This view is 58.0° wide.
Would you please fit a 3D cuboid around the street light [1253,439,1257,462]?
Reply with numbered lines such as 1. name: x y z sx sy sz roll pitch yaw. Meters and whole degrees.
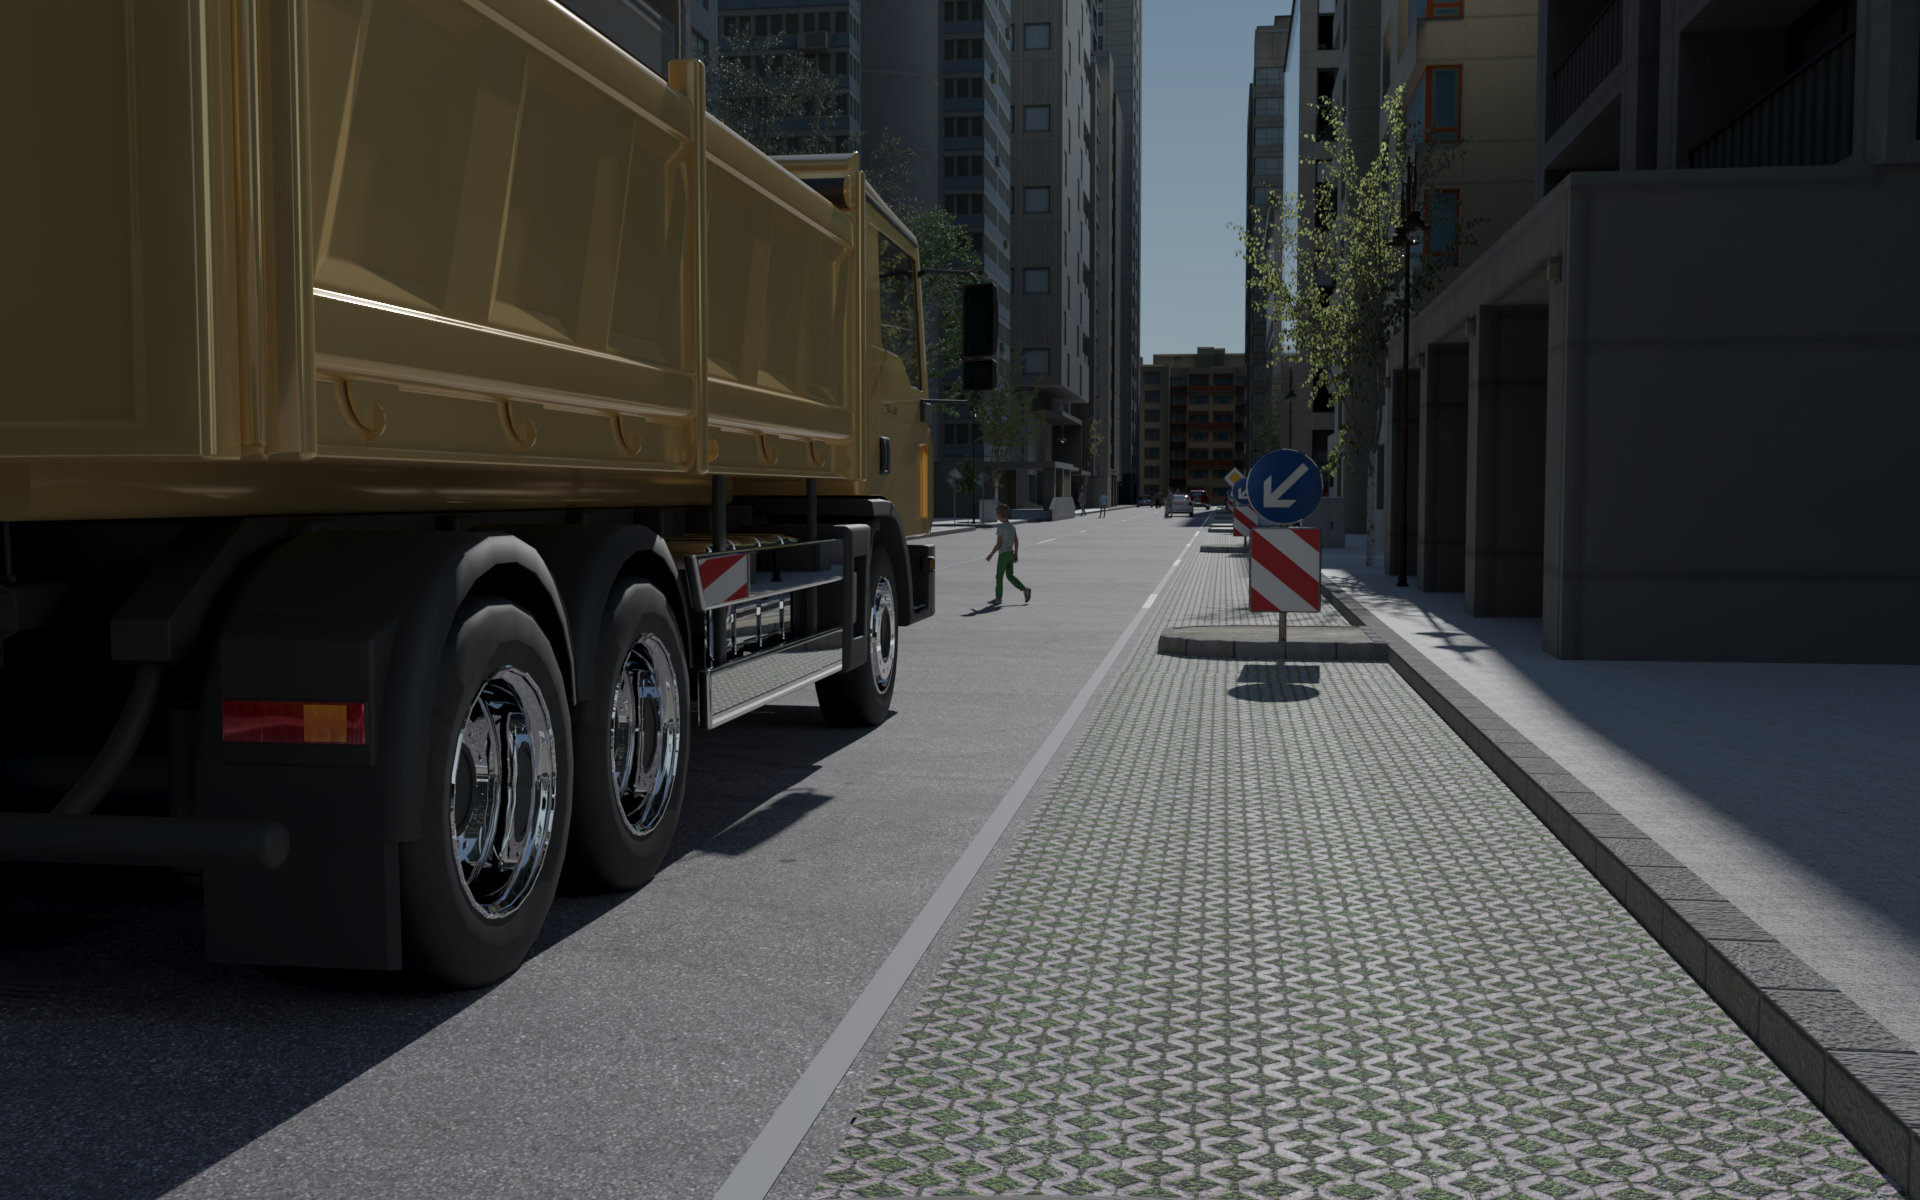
1. street light: 24.917 -10.608 146.234 0.468 5.910 1.993 1 4 9

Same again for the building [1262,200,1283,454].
1. building: 24.671 -16.082 112.088 9.793 20.994 18.267 1 4 9

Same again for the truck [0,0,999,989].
1. truck: -2.001 -0.785 8.760 3.469 3.379 9.791 1 4 9

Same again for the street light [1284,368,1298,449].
1. street light: 12.128 -5.557 63.644 0.468 5.910 1.993 1 4 9

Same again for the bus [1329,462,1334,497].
1. bus: 21.167 -4.428 67.262 13.247 3.499 2.948 0 4 7

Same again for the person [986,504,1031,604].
1. person: 0.636 -0.602 22.590 0.590 1.304 0.306 1 4 19

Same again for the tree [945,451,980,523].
1. tree: 0.398 -5.059 77.318 1.663 3.219 1.824 0 3 0

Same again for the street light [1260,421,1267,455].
1. street light: 18.787 -8.217 107.131 0.468 5.910 1.993 1 4 9

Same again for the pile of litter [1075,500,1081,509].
1. pile of litter: 9.910 -8.172 147.577 1.176 0.858 1.719 2 4 29

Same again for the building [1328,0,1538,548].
1. building: 25.095 -12.368 47.255 27.650 21.520 28.899 1 4 9

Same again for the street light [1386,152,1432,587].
1. street light: 6.140 -3.123 23.855 0.468 5.910 1.993 1 4 9

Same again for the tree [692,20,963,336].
1. tree: -5.015 -8.235 45.017 12.009 13.543 11.850 0 3 0

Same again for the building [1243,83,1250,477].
1. building: 42.966 -34.918 194.610 21.300 48.544 21.600 1 4 9

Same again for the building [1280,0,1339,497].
1. building: 32.217 -16.759 78.533 34.151 26.468 19.350 1 4 9

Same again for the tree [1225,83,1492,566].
1. tree: 7.106 -4.917 30.760 4.360 8.622 3.978 0 3 0

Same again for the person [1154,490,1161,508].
1. person: 19.692 -10.053 172.879 0.705 1.823 1.348 -1 4 -23

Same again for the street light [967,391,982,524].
1. street light: 0.597 -6.223 74.526 0.468 5.910 1.993 1 4 9

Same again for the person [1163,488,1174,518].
1. person: 12.417 -5.774 103.110 0.583 1.804 0.606 2 4 32

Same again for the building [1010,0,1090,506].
1. building: -4.432 -33.114 130.657 28.713 52.752 27.495 1 4 9

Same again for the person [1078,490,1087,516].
1. person: 7.897 -6.259 111.672 0.643 1.720 0.563 0 4 -7

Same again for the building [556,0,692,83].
1. building: -17.329 -24.485 24.024 21.300 48.544 21.600 1 4 9

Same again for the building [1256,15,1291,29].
1. building: 39.867 -33.540 172.080 21.300 48.544 21.600 1 4 9

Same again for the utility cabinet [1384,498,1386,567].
1. utility cabinet: 7.802 -1.149 29.947 0.306 1.237 1.020 -2 4 -30

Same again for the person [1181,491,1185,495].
1. person: 24.790 -11.222 191.988 0.705 1.823 1.348 3 5 44

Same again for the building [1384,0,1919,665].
1. building: 15.407 -35.223 14.142 20.563 71.187 20.611 1 4 9

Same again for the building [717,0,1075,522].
1. building: -10.089 -24.829 97.831 32.217 40.220 23.993 1 4 9

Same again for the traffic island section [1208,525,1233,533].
1. traffic island section: 10.297 -2.603 64.835 2.009 0.180 2.903 1 4 9

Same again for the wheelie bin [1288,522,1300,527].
1. wheelie bin: 11.431 -3.086 58.364 0.980 1.594 0.693 0 4 -7

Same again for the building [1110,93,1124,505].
1. building: 10.628 -33.079 190.953 14.600 45.320 14.200 1 4 9

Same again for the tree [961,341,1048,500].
1. tree: 1.953 -8.046 81.919 4.737 8.622 4.395 0 3 0

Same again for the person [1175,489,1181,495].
1. person: 17.328 -7.940 138.192 0.514 1.842 0.818 -3 5 -41

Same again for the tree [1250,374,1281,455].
1. tree: 19.015 -9.252 101.632 4.737 8.622 4.395 0 3 0

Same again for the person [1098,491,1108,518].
1. person: 8.629 -5.745 104.236 0.589 1.601 0.330 -1 4 -14

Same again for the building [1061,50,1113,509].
1. building: 6.252 -28.901 156.128 14.154 41.232 14.086 1 4 9

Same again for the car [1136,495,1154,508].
1. car: 19.575 -10.449 183.425 1.945 1.354 3.894 0 4 7

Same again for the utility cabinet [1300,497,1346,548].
1. utility cabinet: 8.592 -1.827 41.034 1.020 1.237 0.306 0 4 1

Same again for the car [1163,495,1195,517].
1. car: 14.124 -6.071 111.629 2.083 1.381 4.827 0 4 7

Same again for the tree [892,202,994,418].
1. tree: -2.407 -8.126 58.619 9.928 11.665 9.643 0 3 0

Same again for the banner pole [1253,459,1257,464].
1. banner pole: 20.876 -8.114 122.686 0.401 3.779 0.863 2 4 24

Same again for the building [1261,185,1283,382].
1. building: 29.608 -20.537 133.039 12.463 27.353 25.104 1 4 9

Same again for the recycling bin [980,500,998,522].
1. recycling bin: 1.305 -4.063 78.983 0.722 1.027 0.722 -1 4 -10

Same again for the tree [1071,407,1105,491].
1. tree: 10.083 -11.970 146.077 4.360 8.622 3.978 0 3 0

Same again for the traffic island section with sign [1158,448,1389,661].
1. traffic island section with sign: 2.836 -0.443 15.864 1.989 1.847 2.006 1 4 9

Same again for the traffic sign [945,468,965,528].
1. traffic sign: -0.198 -3.837 66.375 0.795 2.450 0.064 1 4 9

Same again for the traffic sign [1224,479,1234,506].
1. traffic sign: 11.478 -4.221 72.655 0.795 2.450 0.064 1 4 9

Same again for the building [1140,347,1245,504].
1. building: 35.291 -24.351 243.185 28.899 21.520 27.650 1 4 9

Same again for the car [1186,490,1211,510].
1. car: 21.697 -9.105 157.537 2.281 1.827 5.304 1 4 10

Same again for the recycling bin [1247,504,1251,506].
1. recycling bin: 23.146 -7.641 137.483 0.722 1.027 0.722 2 4 25

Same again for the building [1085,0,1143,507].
1. building: 11.708 -47.477 214.493 20.611 71.187 20.563 1 4 9

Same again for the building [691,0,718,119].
1. building: -16.282 -23.026 60.073 14.086 41.232 14.154 1 4 9

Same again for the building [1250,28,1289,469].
1. building: 33.247 -28.850 155.296 14.154 41.232 14.086 1 4 9

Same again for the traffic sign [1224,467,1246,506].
1. traffic sign: 10.272 -3.738 64.762 0.795 2.450 0.064 1 4 9

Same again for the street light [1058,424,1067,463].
1. street light: 6.704 -8.614 113.633 0.468 5.910 1.993 1 4 9

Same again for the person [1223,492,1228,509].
1. person: 25.626 -9.617 167.212 0.415 1.643 0.593 0 4 -6

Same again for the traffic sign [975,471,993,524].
1. traffic sign: 1.008 -4.320 74.269 0.795 2.450 0.064 1 4 9

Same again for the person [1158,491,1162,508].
1. person: 20.878 -10.570 182.124 0.742 1.727 0.445 2 4 32
